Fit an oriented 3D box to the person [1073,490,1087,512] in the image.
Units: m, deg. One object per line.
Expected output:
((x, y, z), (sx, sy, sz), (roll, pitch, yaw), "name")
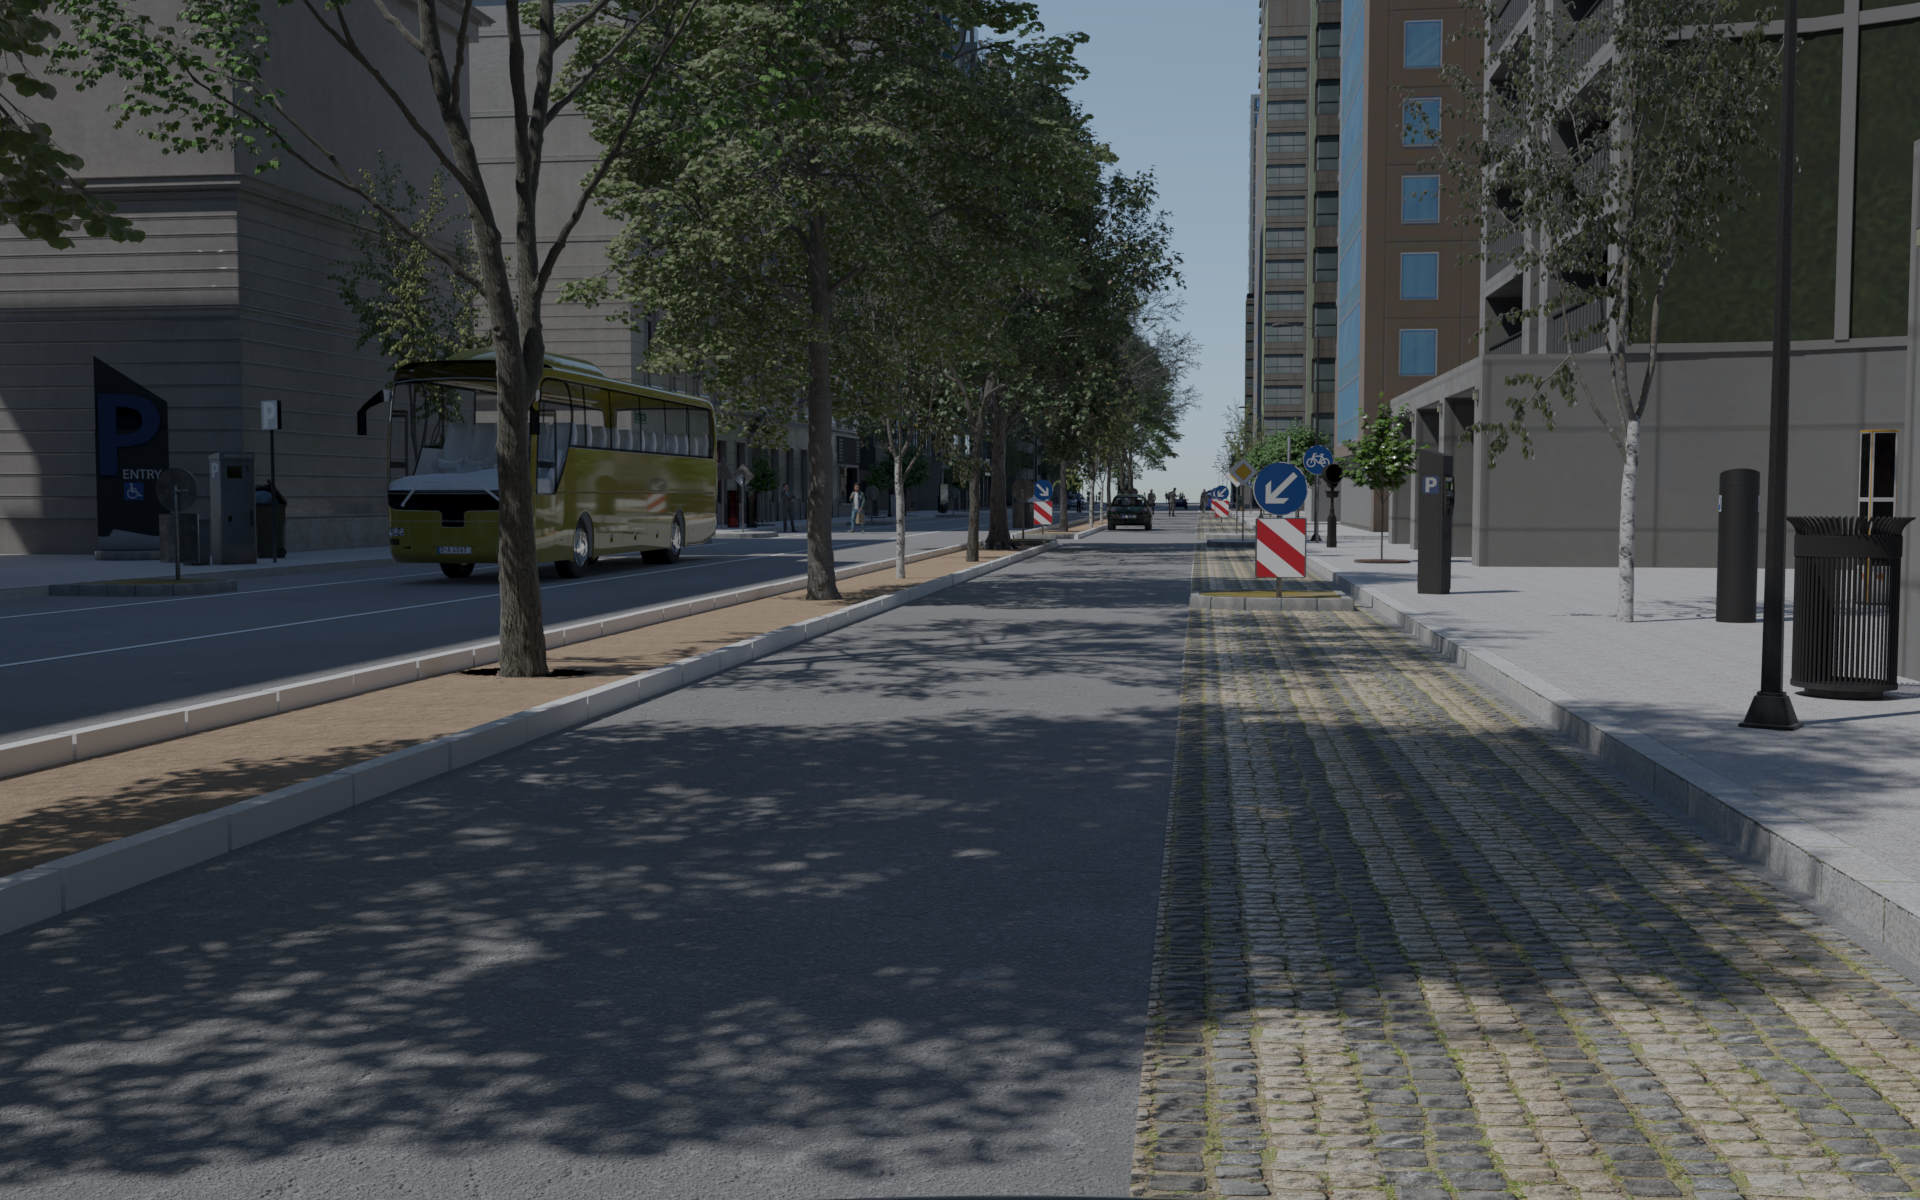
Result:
((9.360, -7.800, 136.015), (1.348, 1.826, 0.705), (-2, 4, -35), "person")

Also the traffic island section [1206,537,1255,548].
((7.763, -1.537, 47.418), (2.009, 0.180, 2.903), (0, 4, 8), "traffic island section")

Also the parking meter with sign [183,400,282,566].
((-13.311, -2.163, 31.632), (0.543, 3.016, 1.738), (3, 4, 38), "parking meter with sign")

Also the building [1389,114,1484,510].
((40.300, -45.074, 175.217), (20.563, 71.187, 20.611), (0, 4, 8), "building")

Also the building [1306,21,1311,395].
((33.419, -34.894, 112.515), (21.231, 58.520, 28.212), (0, 4, 8), "building")

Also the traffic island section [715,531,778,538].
((-7.228, -2.157, 57.554), (2.009, 0.180, 2.903), (0, 4, 8), "traffic island section")

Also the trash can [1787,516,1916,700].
((5.609, 0.042, 10.967), (0.748, 1.137, 0.748), (0, 3, 0), "trash can")

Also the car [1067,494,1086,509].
((10.937, -9.279, 163.710), (2.014, 1.417, 4.499), (0, 4, 8), "car")

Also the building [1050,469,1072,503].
((4.462, -43.069, 246.170), (21.231, 58.520, 28.212), (0, 4, 8), "building")

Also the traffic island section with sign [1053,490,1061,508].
((10.214, -10.688, 183.372), (1.989, 1.847, 2.006), (0, 4, 8), "traffic island section with sign")

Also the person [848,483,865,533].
((-3.681, -3.316, 62.709), (0.794, 1.824, 0.713), (3, 5, 41), "person")

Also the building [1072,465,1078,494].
((7.123, -39.603, 271.204), (21.300, 48.544, 21.600), (0, 4, 8), "building")

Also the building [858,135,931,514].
((-10.668, -19.712, 115.792), (14.314, 27.812, 24.014), (0, 4, 8), "building")

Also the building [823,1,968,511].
((-10.068, -43.110, 143.094), (20.563, 71.187, 20.611), (0, 4, 8), "building")

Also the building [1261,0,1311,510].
((32.494, -28.243, 145.366), (14.154, 41.232, 14.086), (0, 4, 8), "building")

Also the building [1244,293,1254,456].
((47.745, -29.110, 247.642), (14.160, 30.474, 14.107), (0, 4, 8), "building")

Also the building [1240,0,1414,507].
((47.871, -48.328, 228.418), (20.563, 71.187, 20.611), (0, 4, 8), "building")

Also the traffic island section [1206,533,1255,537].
((8.859, -2.021, 55.328), (2.009, 0.180, 2.903), (0, 4, 8), "traffic island section")

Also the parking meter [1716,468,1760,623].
((7.781, -0.545, 17.325), (0.372, 1.533, 0.369), (0, 3, 0), "parking meter")

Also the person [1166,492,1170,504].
((28.840, -14.022, 238.470), (1.217, 1.736, 0.721), (-3, 5, -41), "person")

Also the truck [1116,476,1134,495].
((26.326, -17.564, 276.089), (2.839, 4.237, 11.283), (0, 4, 6), "truck")

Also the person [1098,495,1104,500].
((16.420, -11.784, 201.150), (0.705, 1.826, 1.348), (2, 4, 25), "person")

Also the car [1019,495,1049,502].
((5.173, -6.531, 119.148), (2.083, 1.381, 4.827), (0, 4, 8), "car")

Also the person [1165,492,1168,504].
((29.393, -14.489, 245.839), (0.683, 1.767, 0.568), (0, 4, 6), "person")

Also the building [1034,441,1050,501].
((4.193, -27.730, 225.084), (14.160, 30.474, 14.107), (0, 4, 8), "building")

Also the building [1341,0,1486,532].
((21.408, -25.212, 62.321), (14.200, 45.320, 14.600), (0, 4, 8), "building")

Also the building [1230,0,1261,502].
((53.802, -58.448, 268.299), (22.319, 86.520, 31.000), (0, 4, 8), "building")

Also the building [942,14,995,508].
((-8.288, -33.678, 170.236), (23.786, 49.044, 30.456), (0, 4, 8), "building")

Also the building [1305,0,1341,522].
((24.129, -19.160, 84.969), (14.160, 30.474, 14.107), (0, 4, 8), "building")

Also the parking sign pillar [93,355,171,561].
((-16.192, -2.779, 33.902), (1.447, 3.967, 1.447), (-2, 4, -24), "parking sign pillar")

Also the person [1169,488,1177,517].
((13.606, -6.255, 110.581), (0.447, 1.846, 0.655), (-3, 4, -38), "person")

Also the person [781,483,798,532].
((-6.427, -3.479, 65.184), (0.655, 1.846, 0.447), (-1, 4, -23), "person")

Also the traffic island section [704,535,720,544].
((-8.324, -1.674, 49.645), (2.009, 0.180, 2.903), (0, 4, 8), "traffic island section")

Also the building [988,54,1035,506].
((-3.133, -34.989, 195.766), (21.300, 48.544, 21.600), (0, 4, 8), "building")

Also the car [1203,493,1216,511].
((22.039, -8.641, 150.866), (1.945, 1.707, 3.694), (1, 4, 8), "car")

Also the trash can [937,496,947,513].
((-1.229, -6.568, 119.035), (0.748, 1.137, 0.748), (0, 3, 0), "trash can")

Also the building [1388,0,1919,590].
((19.878, -36.283, 31.474), (20.563, 71.187, 20.611), (0, 4, 8), "building")

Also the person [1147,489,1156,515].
((12.988, -6.668, 117.918), (0.661, 1.777, 0.834), (-1, 4, -23), "person")

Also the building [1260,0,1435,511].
((34.668, -31.140, 159.246), (14.600, 45.320, 14.200), (0, 4, 8), "building")

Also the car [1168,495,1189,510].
((20.378, -9.118, 161.658), (1.945, 1.354, 3.894), (0, 4, 8), "car")

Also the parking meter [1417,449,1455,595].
((6.101, -1.008, 22.197), (0.399, 1.863, 0.255), (3, 5, 43), "parking meter")

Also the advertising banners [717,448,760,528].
((-8.628, -4.272, 66.036), (2.074, 3.025, 0.090), (1, 4, 15), "advertising banners")

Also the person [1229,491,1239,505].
((33.133, -12.239, 208.612), (1.348, 1.823, 0.705), (1, 4, 11), "person")

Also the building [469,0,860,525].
((-16.292, -18.680, 81.834), (17.030, 29.872, 44.131), (0, 4, 8), "building")

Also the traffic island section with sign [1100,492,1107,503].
((21.452, -15.648, 264.475), (1.989, 1.847, 2.006), (0, 4, 8), "traffic island section with sign")

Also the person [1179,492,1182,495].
((30.739, -14.223, 241.767), (1.217, 1.735, 0.721), (-1, 4, -12), "person")

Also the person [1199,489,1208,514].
((17.803, -7.217, 126.596), (0.694, 1.812, 0.767), (2, 4, 25), "person")

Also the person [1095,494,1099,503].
((20.125, -14.875, 254.924), (0.991, 1.433, 0.599), (-3, 4, -36), "person")

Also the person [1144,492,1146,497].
((28.677, -15.839, 268.193), (0.721, 1.735, 1.217), (0, 4, -7), "person")

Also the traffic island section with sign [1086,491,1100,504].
((17.751, -14.015, 237.774), (1.989, 1.847, 2.006), (0, 4, 8), "traffic island section with sign")

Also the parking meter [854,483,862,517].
((-5.187, -5.045, 88.205), (0.399, 1.863, 0.255), (-1, 4, -12), "parking meter")

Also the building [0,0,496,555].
((-25.535, -12.296, 42.846), (24.055, 21.916, 13.314), (0, 4, 8), "building")

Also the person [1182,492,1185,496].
((32.717, -15.032, 255.096), (0.721, 1.723, 1.217), (-3, 5, -44), "person")

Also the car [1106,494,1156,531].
((6.821, -3.644, 69.368), (2.009, 1.686, 4.222), (0, 4, 7), "car")
